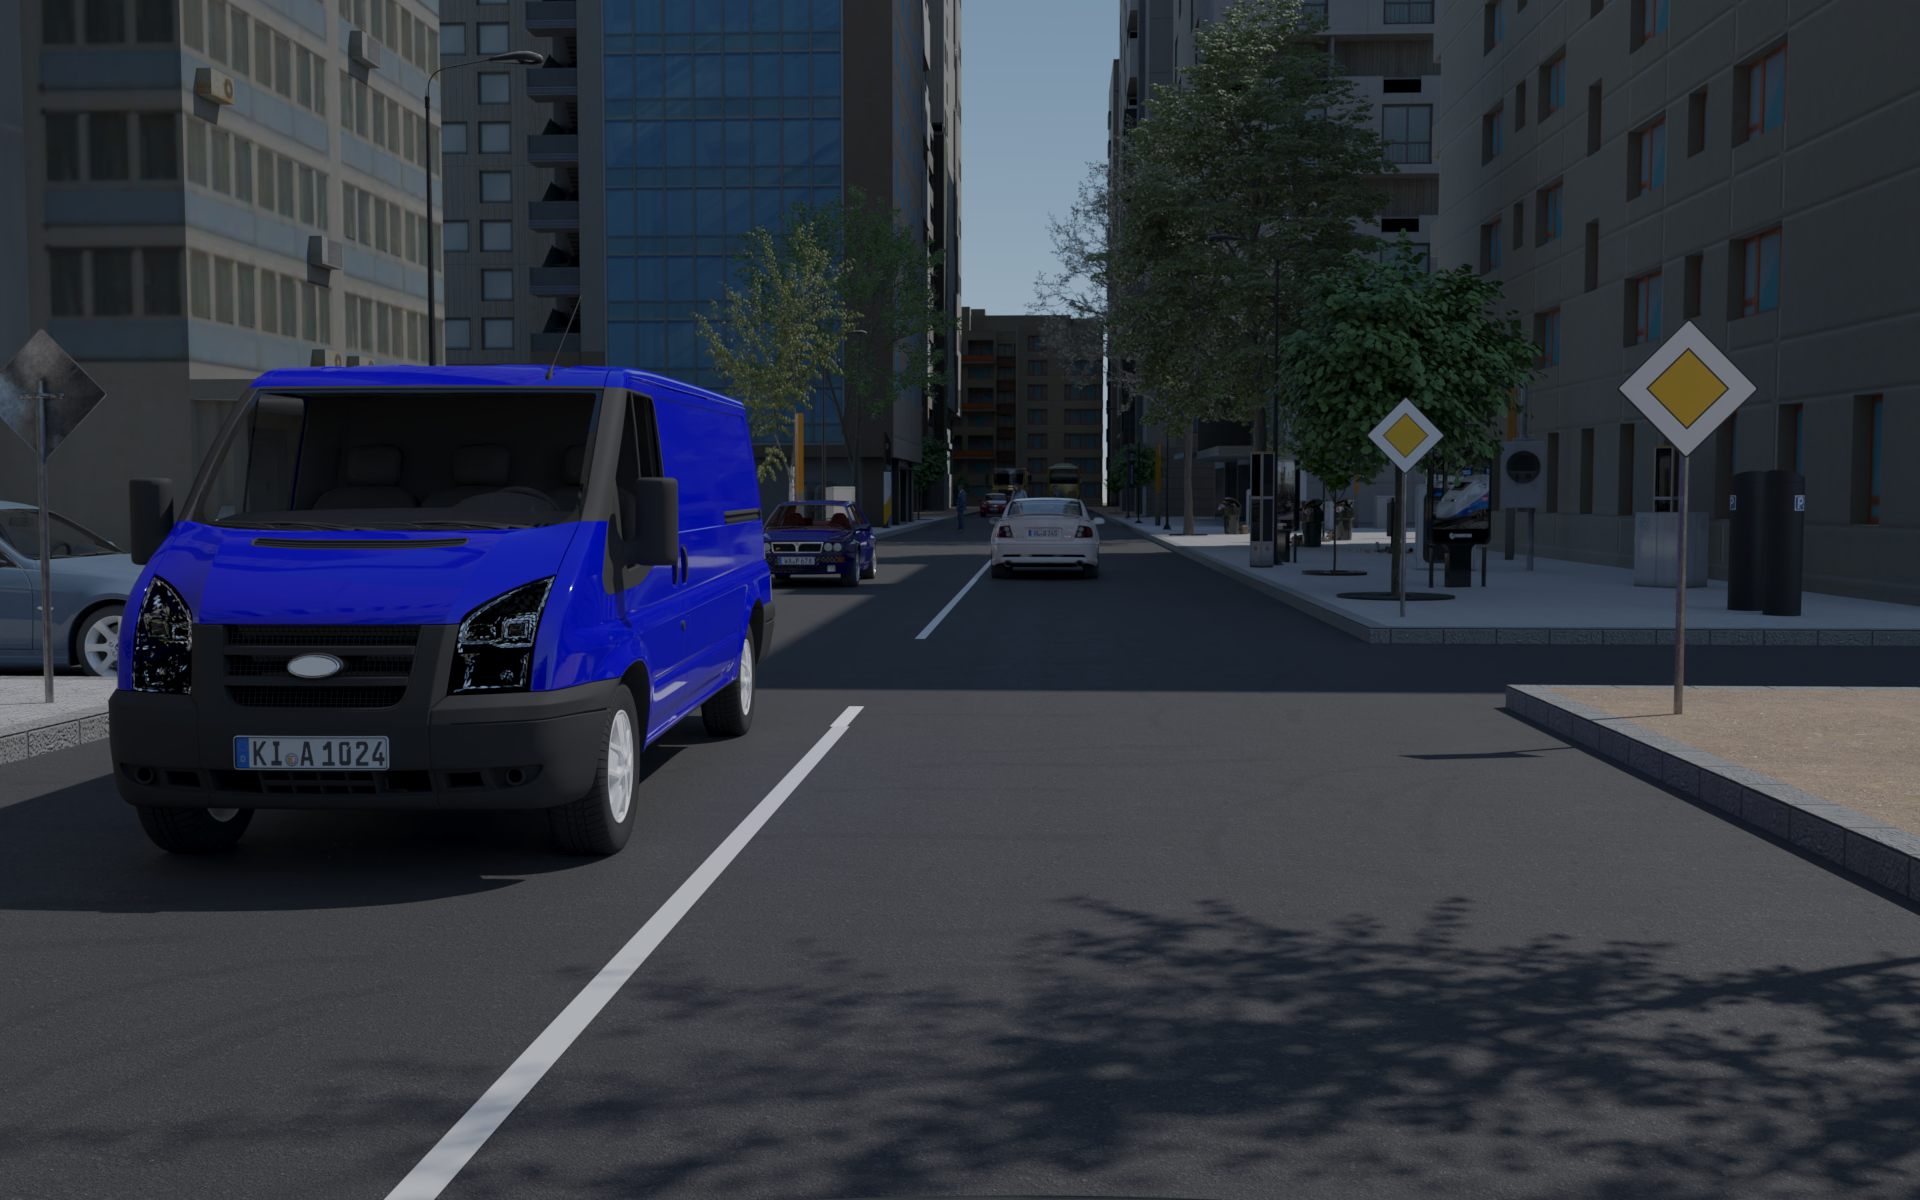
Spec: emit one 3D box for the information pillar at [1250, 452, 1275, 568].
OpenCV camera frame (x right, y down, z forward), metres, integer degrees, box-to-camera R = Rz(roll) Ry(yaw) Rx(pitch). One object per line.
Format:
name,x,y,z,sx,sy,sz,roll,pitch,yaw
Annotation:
information pillar,5.271,-1.573,30.218,0.304,2.012,0.304,-2,4,-32

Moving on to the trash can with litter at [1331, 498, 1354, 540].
trash can with litter,10.498,-2.246,48.108,0.624,1.170,1.055,-1,4,-17

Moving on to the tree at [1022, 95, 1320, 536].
tree,7.009,-8.737,53.212,12.009,13.543,11.850,0,3,0

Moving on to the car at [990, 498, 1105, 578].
car,1.542,-1.132,30.873,2.083,1.381,4.827,0,4,4

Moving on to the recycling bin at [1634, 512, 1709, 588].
recycling bin,9.841,-0.698,23.961,0.722,1.027,0.722,-3,4,-37

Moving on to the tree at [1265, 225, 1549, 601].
tree,5.399,-2.296,21.261,4.285,4.588,4.351,0,3,0

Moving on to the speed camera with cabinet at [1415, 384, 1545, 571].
speed camera with cabinet,8.693,-2.119,28.974,2.038,3.252,0.660,1,4,17

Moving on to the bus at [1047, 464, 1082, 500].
bus,8.389,-9.046,139.440,2.896,3.916,12.252,0,4,4

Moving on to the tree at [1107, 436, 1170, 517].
tree,9.785,-6.868,95.999,4.285,4.588,4.351,0,3,0

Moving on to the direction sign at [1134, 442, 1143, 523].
direction sign,7.856,-5.144,76.109,0.379,3.537,0.876,0,4,1

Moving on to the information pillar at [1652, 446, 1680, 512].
information pillar,10.767,-1.342,26.432,0.304,2.012,0.304,3,5,39

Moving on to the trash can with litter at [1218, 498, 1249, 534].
trash can with litter,8.712,-2.668,55.002,0.624,1.170,1.055,3,5,41

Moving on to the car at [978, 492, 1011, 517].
car,2.244,-6.157,109.713,2.155,1.783,4.494,0,4,4

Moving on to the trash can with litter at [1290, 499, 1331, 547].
trash can with litter,8.347,-1.871,41.970,0.624,1.170,1.055,-2,4,-26

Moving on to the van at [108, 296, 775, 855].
van,-2.223,-0.262,8.674,2.240,2.365,5.245,0,4,1

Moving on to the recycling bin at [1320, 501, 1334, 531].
recycling bin,12.866,-2.974,61.175,0.722,1.027,0.722,2,4,31

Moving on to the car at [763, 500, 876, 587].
car,-2.359,-0.945,28.033,1.945,1.354,3.894,0,4,3

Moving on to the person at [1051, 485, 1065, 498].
person,4.407,-4.249,77.773,0.655,1.846,0.447,1,4,16

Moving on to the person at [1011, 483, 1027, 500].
person,2.056,-3.042,58.506,0.793,1.790,0.793,0,4,-5

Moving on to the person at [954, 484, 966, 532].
person,0.039,-3.468,65.385,0.419,1.800,0.721,-1,4,-9

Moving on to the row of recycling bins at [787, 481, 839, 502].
row of recycling bins,-4.838,-3.054,57.041,1.069,1.692,3.534,-2,4,-24

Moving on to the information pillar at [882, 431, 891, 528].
information pillar,-2.715,-4.484,64.669,0.183,3.616,0.504,1,4,22

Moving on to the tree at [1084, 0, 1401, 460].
tree,6.598,-7.449,39.914,7.486,12.596,7.792,0,3,0

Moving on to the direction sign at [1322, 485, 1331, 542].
direction sign,9.794,-3.338,46.574,0.876,3.537,0.379,3,5,44

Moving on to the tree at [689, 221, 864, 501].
tree,-4.742,-5.864,46.233,4.737,8.622,4.395,0,3,0

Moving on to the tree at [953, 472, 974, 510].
tree,0.013,-8.796,138.408,1.663,3.219,1.824,0,3,0

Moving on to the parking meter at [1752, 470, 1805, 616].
parking meter,8.706,-0.605,18.306,0.372,1.533,0.369,0,3,0

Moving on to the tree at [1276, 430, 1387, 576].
tree,6.092,-2.010,27.471,1.663,3.219,1.824,0,3,0

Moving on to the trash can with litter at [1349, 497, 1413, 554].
trash can with litter,9.354,-1.642,37.903,1.678,1.210,2.233,1,4,14

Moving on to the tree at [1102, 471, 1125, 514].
tree,10.204,-7.340,114.617,1.663,3.219,1.824,0,3,0

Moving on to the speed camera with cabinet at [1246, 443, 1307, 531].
speed camera with cabinet,10.953,-4.016,59.995,2.038,3.252,0.660,3,4,37

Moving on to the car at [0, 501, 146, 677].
car,-7.649,-0.095,13.548,4.499,1.417,2.014,0,4,1

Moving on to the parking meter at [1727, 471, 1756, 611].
parking meter,8.688,-0.654,19.107,0.372,1.533,0.369,0,3,0

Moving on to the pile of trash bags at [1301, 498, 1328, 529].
pile of trash bags,12.375,-3.311,63.887,3.447,1.369,1.912,0,4,5
